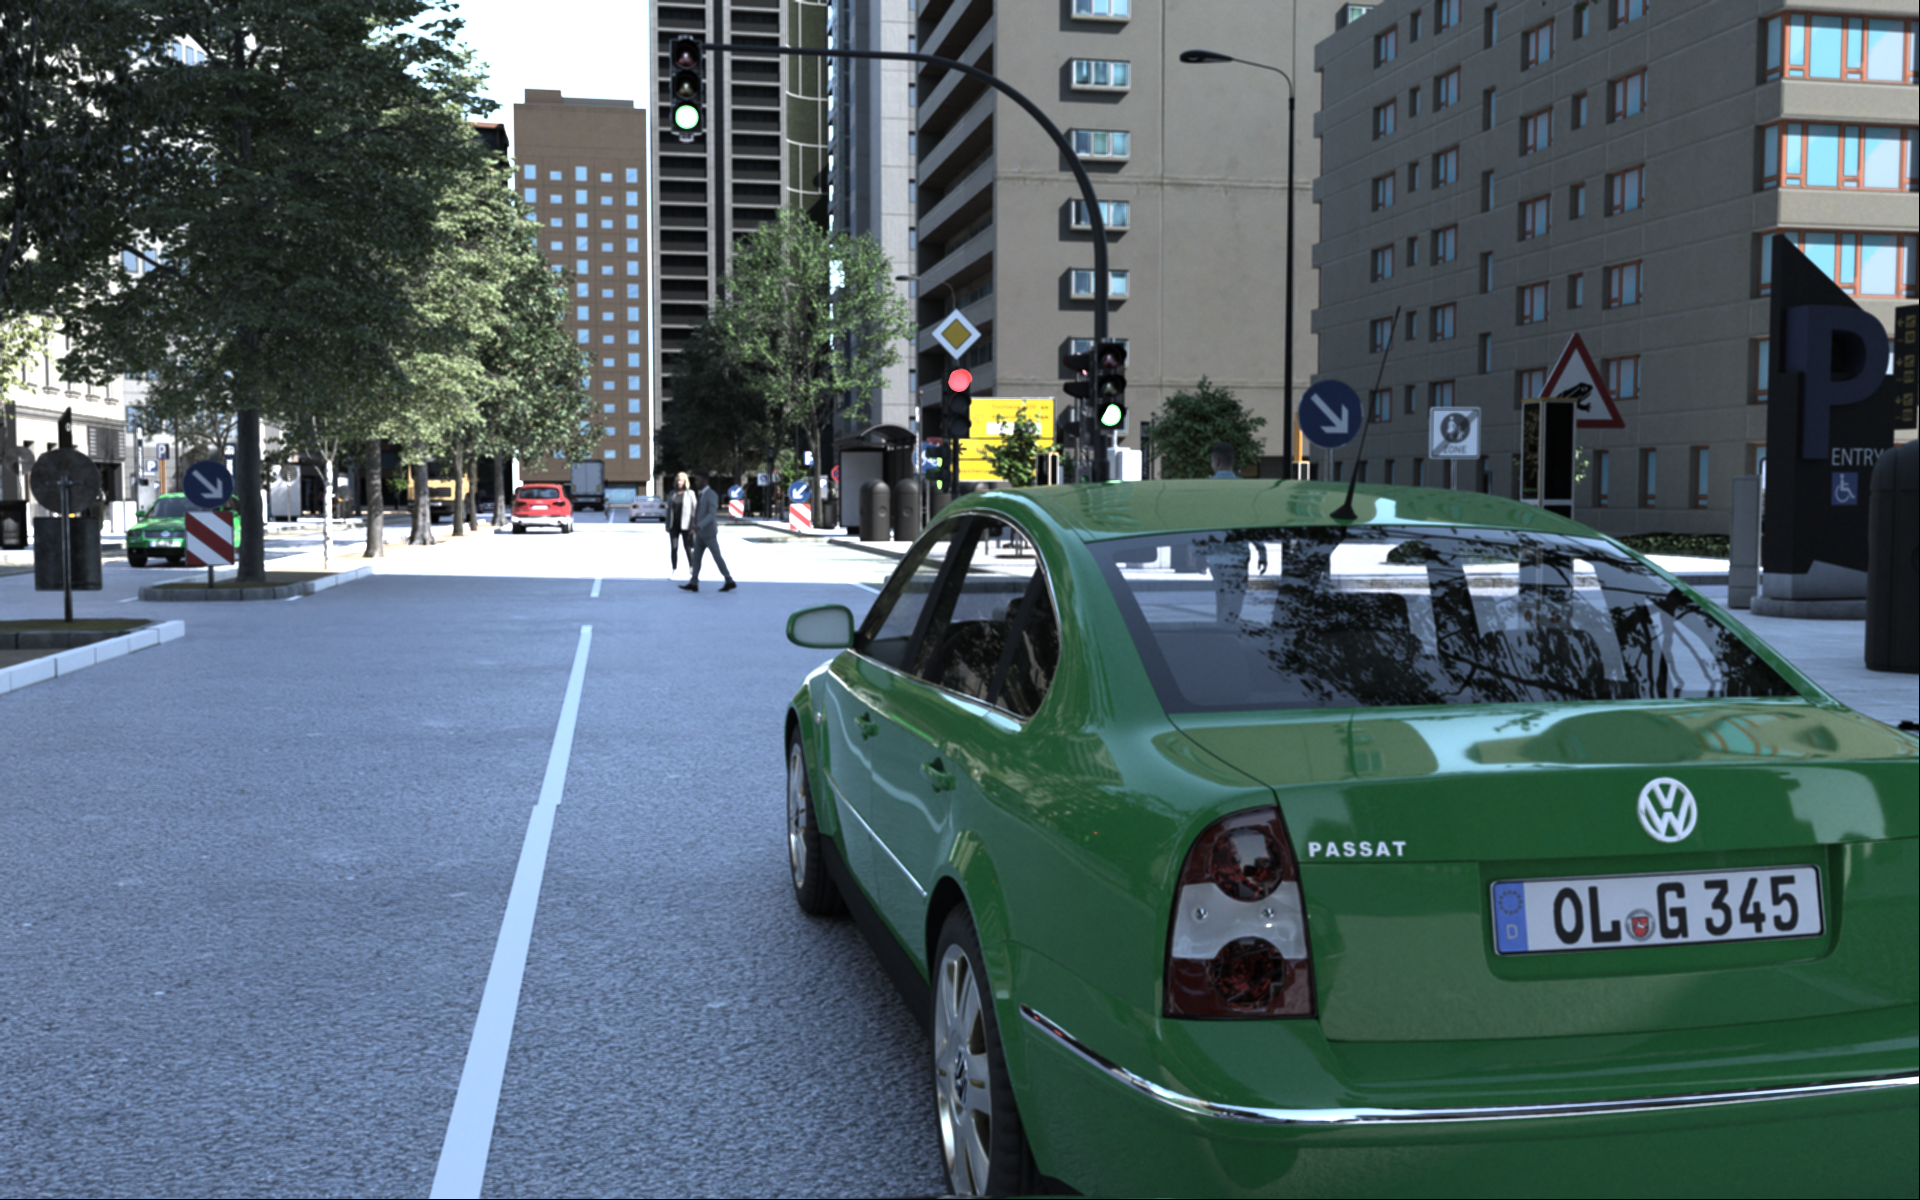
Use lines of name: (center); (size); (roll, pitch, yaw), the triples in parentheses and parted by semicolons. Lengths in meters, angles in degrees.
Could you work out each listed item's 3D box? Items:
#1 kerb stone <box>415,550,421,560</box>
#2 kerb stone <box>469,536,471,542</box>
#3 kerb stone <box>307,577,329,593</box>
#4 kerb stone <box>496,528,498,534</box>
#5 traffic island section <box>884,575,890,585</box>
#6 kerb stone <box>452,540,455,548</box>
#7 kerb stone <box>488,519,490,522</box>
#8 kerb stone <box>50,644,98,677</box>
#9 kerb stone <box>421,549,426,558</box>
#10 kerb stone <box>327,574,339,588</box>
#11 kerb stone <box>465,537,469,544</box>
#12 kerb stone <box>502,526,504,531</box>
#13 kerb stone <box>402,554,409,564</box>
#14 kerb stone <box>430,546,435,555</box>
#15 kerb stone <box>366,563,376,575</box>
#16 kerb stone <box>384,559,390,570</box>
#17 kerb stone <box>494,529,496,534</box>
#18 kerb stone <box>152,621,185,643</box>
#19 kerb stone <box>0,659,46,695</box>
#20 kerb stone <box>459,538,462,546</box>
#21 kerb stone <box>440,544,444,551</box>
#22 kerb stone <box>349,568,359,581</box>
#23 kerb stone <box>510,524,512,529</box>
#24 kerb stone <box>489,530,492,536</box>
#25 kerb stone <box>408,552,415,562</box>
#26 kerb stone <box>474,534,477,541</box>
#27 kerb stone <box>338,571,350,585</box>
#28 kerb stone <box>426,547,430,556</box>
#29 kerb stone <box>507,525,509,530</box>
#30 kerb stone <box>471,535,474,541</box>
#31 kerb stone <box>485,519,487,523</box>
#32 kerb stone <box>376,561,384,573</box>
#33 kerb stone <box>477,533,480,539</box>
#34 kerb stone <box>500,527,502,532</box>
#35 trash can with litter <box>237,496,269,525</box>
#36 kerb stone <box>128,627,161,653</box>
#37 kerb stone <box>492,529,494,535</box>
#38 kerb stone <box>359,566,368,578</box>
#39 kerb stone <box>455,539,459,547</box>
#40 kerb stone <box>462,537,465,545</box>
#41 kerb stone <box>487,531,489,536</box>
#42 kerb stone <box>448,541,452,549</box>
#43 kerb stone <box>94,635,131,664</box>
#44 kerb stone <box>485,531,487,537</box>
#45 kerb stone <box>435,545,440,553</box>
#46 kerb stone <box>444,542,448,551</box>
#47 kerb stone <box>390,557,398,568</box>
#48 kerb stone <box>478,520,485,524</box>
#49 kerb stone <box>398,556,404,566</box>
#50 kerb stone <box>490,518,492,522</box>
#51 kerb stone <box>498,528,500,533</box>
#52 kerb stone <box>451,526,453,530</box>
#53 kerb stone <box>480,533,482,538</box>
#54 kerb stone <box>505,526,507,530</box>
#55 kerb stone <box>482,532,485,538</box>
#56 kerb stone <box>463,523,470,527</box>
kerb stone: (-11.903, -0.946, 37.666); (0.120, 0.150, 1.000); (-1, 4, -11)
kerb stone: (-14.488, -1.745, 50.724); (0.120, 0.150, 1.000); (-1, 4, -11)
kerb stone: (-9.515, -0.207, 25.599); (0.120, 0.150, 1.000); (-1, 4, -11)
kerb stone: (-16.680, -2.421, 61.783); (0.120, 0.150, 1.000); (-1, 4, -11)
traffic island section: (-0.042, -0.252, 26.403); (2.009, 0.180, 2.903); (-1, 4, -11)
kerb stone: (-13.501, -1.438, 45.704); (0.120, 0.150, 1.000); (-1, 4, -11)
kerb stone: (-23.713, -3.934, 86.541); (0.120, 0.150, 1.000); (-1, 4, -11)
kerb stone: (-7.222, 0.499, 14.033); (0.120, 0.150, 1.000); (-1, 4, -11)
kerb stone: (-12.107, -1.007, 38.668); (0.120, 0.150, 1.000); (-1, 4, -11)
kerb stone: (-9.722, -0.270, 26.604); (0.120, 0.150, 1.000); (-1, 4, -11)
kerb stone: (-14.283, -1.683, 49.718); (0.120, 0.150, 1.000); (-1, 4, -11)
kerb stone: (-17.263, -2.602, 64.796); (0.120, 0.150, 1.000); (-1, 4, -11)
kerb stone: (-11.507, -0.823, 35.647); (0.120, 0.150, 1.000); (-1, 4, -11)
kerb stone: (-12.500, -1.131, 40.686); (0.120, 0.150, 1.000); (-1, 4, -11)
kerb stone: (-10.501, -0.515, 30.622); (0.120, 0.150, 1.000); (-1, 4, -11)
kerb stone: (-10.909, -0.638, 32.626); (0.120, 0.150, 1.000); (-1, 4, -11)
kerb stone: (-16.480, -2.360, 60.780); (0.120, 0.150, 1.000); (-1, 4, -11)
kerb stone: (-7.819, 0.315, 17.047); (0.120, 0.150, 1.000); (-1, 4, -11)
kerb stone: (-7.029, 0.561, 13.020); (0.120, 0.150, 1.000); (-1, 4, -11)
kerb stone: (-13.886, -1.561, 47.713); (0.120, 0.150, 1.000); (-1, 4, -11)
kerb stone: (-12.896, -1.254, 42.693); (0.120, 0.150, 1.000); (-1, 4, -11)
kerb stone: (-10.109, -0.392, 28.613); (0.120, 0.150, 1.000); (-1, 4, -11)
kerb stone: (-18.272, -2.912, 69.836); (0.120, 0.150, 1.000); (-1, 4, -11)
kerb stone: (-16.076, -2.237, 58.770); (0.120, 0.150, 1.000); (-1, 4, -11)
kerb stone: (-11.704, -0.882, 36.662); (0.120, 0.150, 1.000); (-1, 4, -11)
kerb stone: (-14.883, -1.864, 52.737); (0.120, 0.150, 1.000); (-1, 4, -11)
kerb stone: (-9.911, -0.331, 27.609); (0.120, 0.150, 1.000); (-1, 4, -11)
kerb stone: (-12.308, -1.069, 39.680); (0.120, 0.150, 1.000); (-1, 4, -11)
kerb stone: (-17.870, -2.788, 67.831); (0.120, 0.150, 1.000); (-1, 4, -11)
kerb stone: (-14.685, -1.807, 51.732); (0.120, 0.150, 1.000); (-1, 4, -11)
kerb stone: (-23.324, -3.813, 84.530); (0.120, 0.150, 1.000); (-1, 4, -11)
kerb stone: (-10.700, -0.577, 31.625); (0.120, 0.150, 1.000); (-1, 4, -11)
kerb stone: (-15.086, -1.929, 53.739); (0.120, 0.150, 1.000); (-1, 4, -11)
kerb stone: (-17.073, -2.540, 63.791); (0.120, 0.150, 1.000); (-1, 4, -11)
trash can with litter: (-29.407, -3.678, 71.189); (2.233, 1.210, 1.678); (-3, 4, -36)
kerb stone: (-7.620, 0.387, 16.040); (0.120, 0.150, 1.000); (-1, 4, -11)
kerb stone: (-16.271, -2.295, 59.779); (0.120, 0.150, 1.000); (-1, 4, -11)
kerb stone: (-10.300, -0.450, 29.618); (0.120, 0.150, 1.000); (-1, 4, -11)
kerb stone: (-13.685, -1.497, 46.710); (0.120, 0.150, 1.000); (-1, 4, -11)
kerb stone: (-14.089, -1.622, 48.715); (0.120, 0.150, 1.000); (-1, 4, -11)
kerb stone: (-15.879, -2.175, 57.761); (0.120, 0.150, 1.000); (-1, 4, -11)
kerb stone: (-13.292, -1.376, 44.701); (0.120, 0.150, 1.000); (-1, 4, -11)
kerb stone: (-7.420, 0.442, 15.037); (0.120, 0.150, 1.000); (-1, 4, -11)
kerb stone: (-15.682, -2.114, 56.756); (0.120, 0.150, 1.000); (-1, 4, -11)
kerb stone: (-12.698, -1.192, 41.690); (0.120, 0.150, 1.000); (-1, 4, -11)
kerb stone: (-13.089, -1.315, 43.697); (0.120, 0.150, 1.000); (-1, 4, -11)
kerb stone: (-11.094, -0.694, 33.632); (0.120, 0.150, 1.000); (-1, 4, -11)
kerb stone: (-23.121, -3.751, 83.528); (0.120, 0.150, 1.000); (-1, 4, -11)
kerb stone: (-11.300, -0.755, 34.638); (0.120, 0.150, 1.000); (-1, 4, -11)
kerb stone: (-23.906, -3.995, 87.545); (0.120, 0.150, 1.000); (-1, 4, -11)
kerb stone: (-16.872, -2.483, 62.789); (0.120, 0.150, 1.000); (-1, 4, -11)
kerb stone: (-19.934, -2.767, 67.442); (0.120, 0.150, 1.000); (-1, 4, -11)
kerb stone: (-15.279, -1.989, 54.743); (0.120, 0.150, 1.000); (-1, 4, -11)
kerb stone: (-17.671, -2.728, 66.808); (0.120, 0.150, 1.000); (-1, 4, -11)
kerb stone: (-15.486, -2.052, 55.752); (0.120, 0.150, 1.000); (-1, 4, -11)
kerb stone: (-21.726, -3.321, 76.498); (0.120, 0.150, 1.000); (-1, 4, -11)
